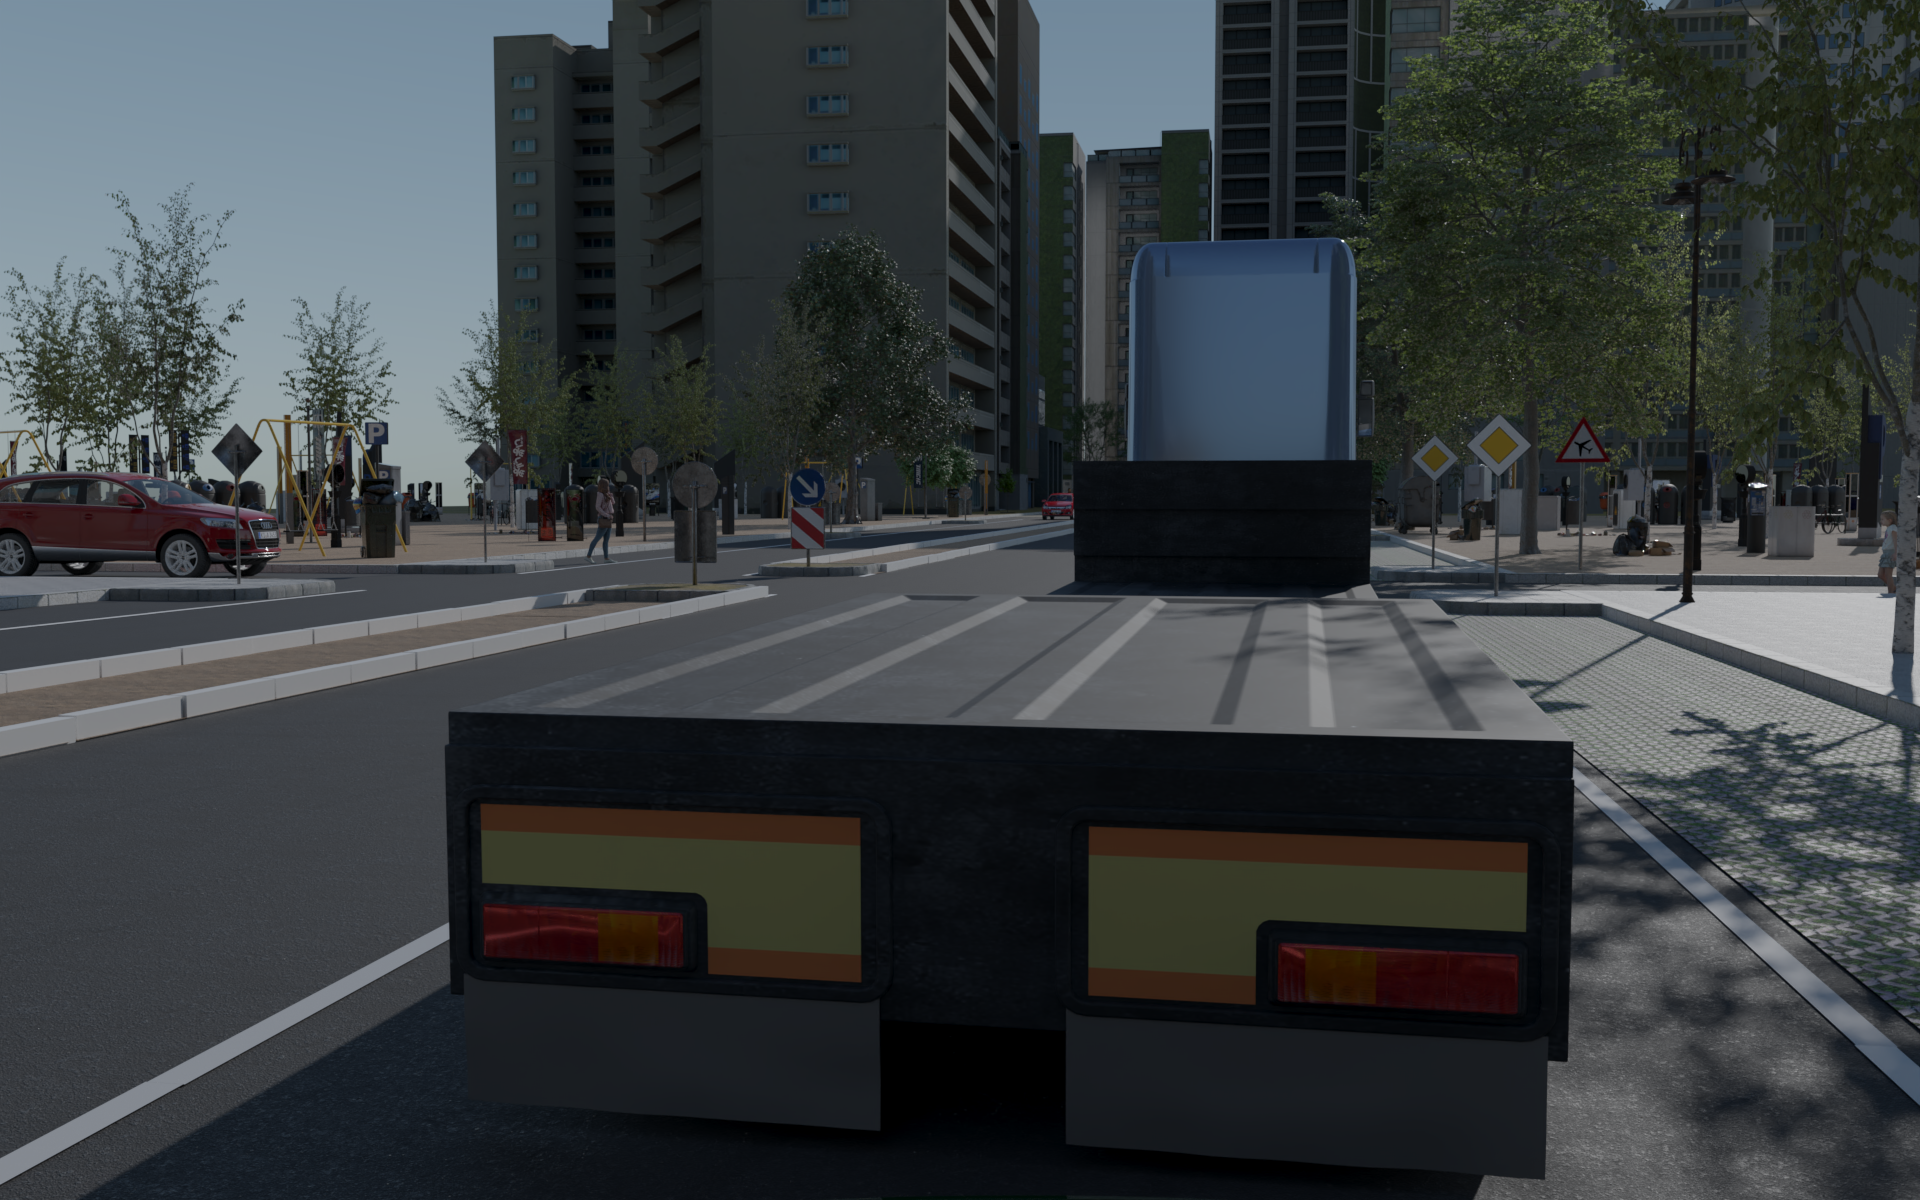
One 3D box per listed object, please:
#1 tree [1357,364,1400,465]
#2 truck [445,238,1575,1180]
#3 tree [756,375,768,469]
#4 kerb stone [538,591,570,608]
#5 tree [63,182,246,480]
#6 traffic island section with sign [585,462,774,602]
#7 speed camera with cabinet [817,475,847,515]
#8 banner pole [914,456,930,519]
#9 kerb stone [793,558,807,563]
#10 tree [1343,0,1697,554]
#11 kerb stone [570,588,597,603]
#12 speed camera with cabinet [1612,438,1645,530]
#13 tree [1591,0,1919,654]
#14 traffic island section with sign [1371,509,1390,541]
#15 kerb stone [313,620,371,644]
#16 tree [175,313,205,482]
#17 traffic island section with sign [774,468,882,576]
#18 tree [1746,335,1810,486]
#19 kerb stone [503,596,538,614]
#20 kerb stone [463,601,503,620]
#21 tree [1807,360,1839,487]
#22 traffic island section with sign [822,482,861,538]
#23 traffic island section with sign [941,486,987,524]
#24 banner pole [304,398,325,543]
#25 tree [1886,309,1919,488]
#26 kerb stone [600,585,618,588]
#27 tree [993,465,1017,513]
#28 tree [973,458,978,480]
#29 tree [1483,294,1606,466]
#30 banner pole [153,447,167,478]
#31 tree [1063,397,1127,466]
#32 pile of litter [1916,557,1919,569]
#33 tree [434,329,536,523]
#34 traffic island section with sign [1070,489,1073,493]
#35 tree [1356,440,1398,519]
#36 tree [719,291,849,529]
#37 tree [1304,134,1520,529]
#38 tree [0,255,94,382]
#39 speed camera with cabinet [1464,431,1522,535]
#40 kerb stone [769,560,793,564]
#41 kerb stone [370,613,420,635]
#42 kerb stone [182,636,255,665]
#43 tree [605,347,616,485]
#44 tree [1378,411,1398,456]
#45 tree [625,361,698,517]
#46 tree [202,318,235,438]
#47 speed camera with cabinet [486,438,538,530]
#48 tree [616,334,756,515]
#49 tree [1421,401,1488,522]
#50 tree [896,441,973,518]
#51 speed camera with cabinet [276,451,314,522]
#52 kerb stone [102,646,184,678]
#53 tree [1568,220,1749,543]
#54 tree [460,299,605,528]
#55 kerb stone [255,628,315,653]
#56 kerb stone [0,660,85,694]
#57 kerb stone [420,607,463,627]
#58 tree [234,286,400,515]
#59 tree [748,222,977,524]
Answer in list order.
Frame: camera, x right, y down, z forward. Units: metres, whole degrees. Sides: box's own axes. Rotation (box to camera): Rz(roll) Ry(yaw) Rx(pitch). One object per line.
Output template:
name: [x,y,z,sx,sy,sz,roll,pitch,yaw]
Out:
tree: [23.349,-9.007,97.626,4.737,8.622,4.395,0,3,0]
truck: [1.848,-1.406,12.746,2.967,4.110,18.799,1,4,11]
tree: [-13.296,-9.596,107.257,4.737,8.622,4.395,0,3,0]
kerb stone: [-5.243,0.013,21.990,0.120,0.150,1.000,1,4,10]
tree: [-19.031,-5.553,41.159,4.360,8.622,3.978,0,3,0]
traffic island section with sign: [-3.839,-0.958,23.802,2.006,1.907,1.989,1,4,10]
speed camera with cabinet: [-7.873,-6.748,104.668,2.038,3.252,0.660,0,4,-7]
banner pole: [-1.980,-6.056,89.032,0.863,3.779,0.401,0,4,-2]
kerb stone: [-3.215,-0.701,33.653,0.120,0.150,1.000,1,4,10]
tree: [11.797,-7.258,36.788,7.486,12.596,7.792,0,3,0]
kerb stone: [-5.063,-0.049,22.996,0.120,0.150,1.000,1,4,10]
speed camera with cabinet: [24.070,-4.162,62.382,0.660,3.252,2.038,0,4,7]
tree: [7.506,-3.889,13.952,4.737,8.622,4.395,0,3,0]
traffic island section with sign: [12.308,-2.766,53.846,1.989,1.847,2.006,1,4,10]
kerb stone: [-6.104,0.321,16.949,0.120,0.150,1.000,1,4,10]
tree: [-30.605,-6.821,61.892,4.737,8.622,4.395,0,3,0]
traffic island section with sign: [-2.569,-1.404,31.100,2.006,1.907,1.989,1,4,10]
tree: [27.728,-6.896,63.118,4.360,8.622,3.978,0,3,0]
kerb stone: [-5.412,0.074,20.982,0.120,0.150,1.000,1,4,10]
kerb stone: [-5.576,0.143,19.969,0.120,0.150,1.000,1,4,10]
tree: [42.246,-8.187,84.220,4.360,8.622,3.978,0,3,0]
traffic island section with sign: [-4.337,-2.969,57.167,1.989,1.847,2.006,1,4,10]
traffic island section with sign: [0.245,-4.593,83.731,1.989,1.847,2.006,1,4,10]
banner pole: [-16.754,-3.363,45.005,0.863,3.779,0.401,2,4,32]
tree: [36.380,-7.015,65.061,4.360,8.622,3.978,0,3,0]
kerb stone: [-4.878,-0.106,24.006,0.120,0.150,1.000,1,4,10]
tree: [3.229,-7.447,116.360,1.663,3.219,1.824,0,3,0]
tree: [-0.631,-7.089,99.622,4.285,4.588,4.351,0,3,0]
tree: [29.614,-9.955,88.511,9.928,11.665,9.643,0,3,0]
banner pole: [-42.053,-6.193,91.274,0.863,3.779,0.401,-2,4,-30]
tree: [14.169,-15.768,183.560,9.928,11.665,9.643,0,3,0]
pile of litter: [16.641,-0.958,29.629,1.176,0.858,1.719,2,4,33]
tree: [-20.868,-7.755,77.149,4.360,8.622,3.978,0,3,0]
traffic island section with sign: [8.755,-7.611,133.061,1.989,1.847,2.006,1,4,10]
tree: [21.002,-6.486,89.754,4.285,4.588,4.351,0,3,0]
tree: [-6.312,-6.877,62.805,4.360,8.622,3.978,0,3,0]
tree: [16.255,-9.555,62.884,9.857,13.997,8.962,0,3,0]
tree: [-28.260,-6.358,54.312,4.737,8.622,4.395,0,3,0]
speed camera with cabinet: [16.921,-3.673,54.396,2.038,3.252,0.660,3,5,41]
kerb stone: [-3.394,-0.636,32.644,0.120,0.150,1.000,1,4,10]
kerb stone: [-5.924,0.259,17.955,0.120,0.150,1.000,1,4,10]
kerb stone: [-6.446,0.444,14.932,0.120,0.150,1.000,1,4,10]
tree: [-16.947,-8.196,84.371,4.737,8.622,4.395,0,3,0]
tree: [23.526,-10.539,106.732,8.767,10.594,7.601,-1,4,-18]
tree: [-16.165,-8.872,95.424,4.360,8.622,3.978,0,3,0]
tree: [-31.203,-7.276,69.323,4.737,8.622,4.395,0,3,0]
speed camera with cabinet: [-15.889,-4.142,62.056,2.038,3.252,0.660,-2,4,-31]
tree: [-12.483,-7.888,79.327,4.737,8.622,4.395,0,3,0]
tree: [22.975,-7.946,80.283,4.360,8.622,3.978,0,3,0]
tree: [-1.838,-6.622,91.991,4.285,4.588,4.351,0,3,0]
speed camera with cabinet: [-30.381,-5.187,79.142,0.660,3.252,2.038,1,4,16]
kerb stone: [-6.626,0.508,13.926,0.120,0.150,1.000,1,4,10]
tree: [18.033,-5.809,45.338,4.360,8.622,3.978,0,3,0]
tree: [-16.896,-7.073,66.009,4.737,8.622,4.395,0,3,0]
kerb stone: [-6.285,0.386,15.942,0.120,0.150,1.000,1,4,10]
kerb stone: [-6.802,0.568,12.917,0.120,0.150,1.000,1,4,10]
kerb stone: [-5.749,0.198,18.962,0.120,0.150,1.000,1,4,10]
tree: [-22.425,-6.835,62.122,4.737,8.622,4.395,0,3,0]
tree: [-4.544,-9.577,73.585,9.611,12.733,9.660,0,3,0]
